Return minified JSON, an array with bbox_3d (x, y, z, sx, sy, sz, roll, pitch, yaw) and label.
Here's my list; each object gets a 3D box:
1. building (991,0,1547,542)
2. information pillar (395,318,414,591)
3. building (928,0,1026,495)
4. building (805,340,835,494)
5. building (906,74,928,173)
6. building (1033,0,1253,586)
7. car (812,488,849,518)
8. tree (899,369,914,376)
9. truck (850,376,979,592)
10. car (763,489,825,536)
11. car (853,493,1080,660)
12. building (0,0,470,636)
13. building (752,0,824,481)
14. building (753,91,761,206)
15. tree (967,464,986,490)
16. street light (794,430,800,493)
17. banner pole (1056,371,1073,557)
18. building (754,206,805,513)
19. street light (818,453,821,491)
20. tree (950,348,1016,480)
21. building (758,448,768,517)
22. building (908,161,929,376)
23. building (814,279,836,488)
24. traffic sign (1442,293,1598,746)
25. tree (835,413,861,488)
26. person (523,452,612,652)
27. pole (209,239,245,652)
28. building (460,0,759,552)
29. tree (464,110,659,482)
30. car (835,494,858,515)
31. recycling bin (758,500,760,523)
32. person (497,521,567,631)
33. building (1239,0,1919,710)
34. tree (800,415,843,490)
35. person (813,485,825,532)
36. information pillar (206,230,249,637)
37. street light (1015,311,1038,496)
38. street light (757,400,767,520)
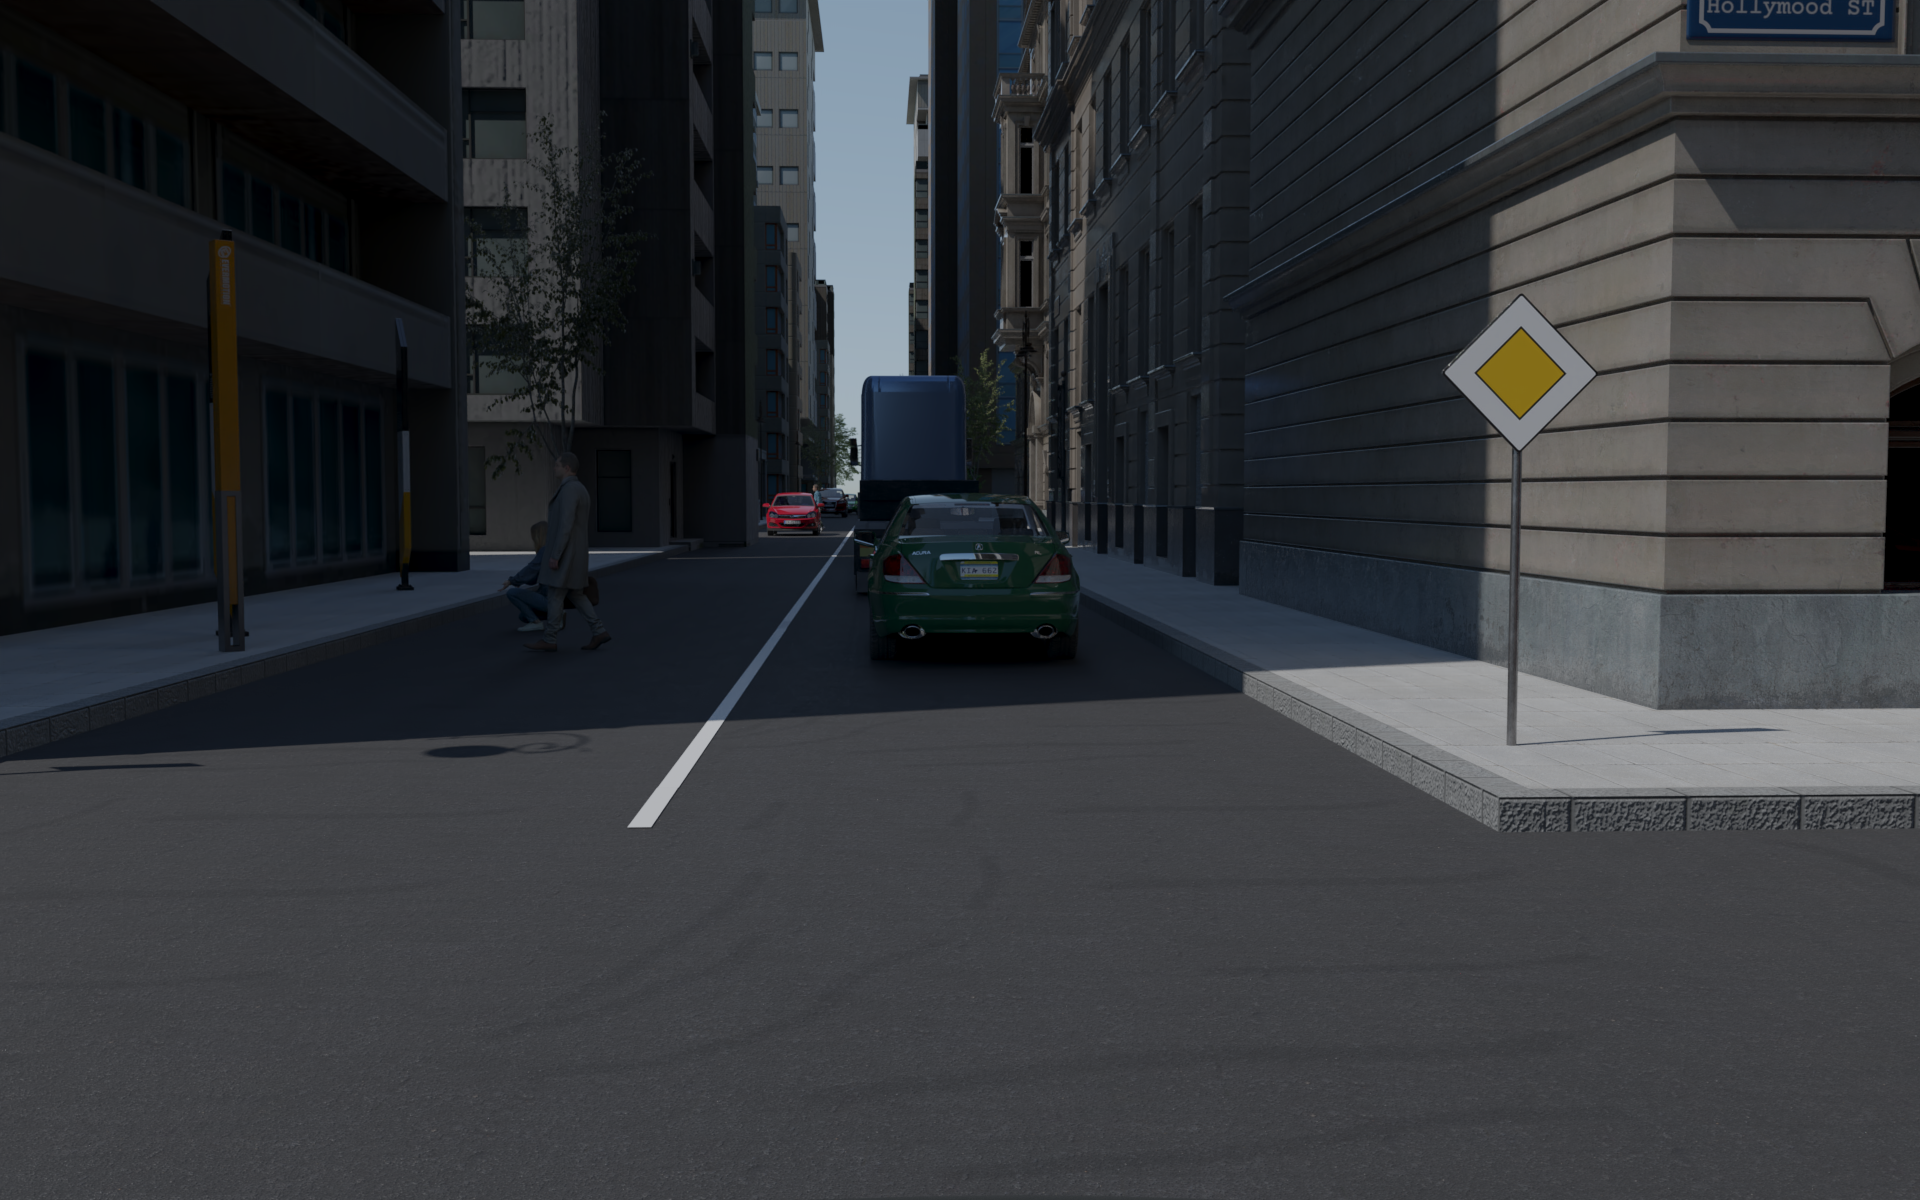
[{"bbox_3d":[8.542,-15.118,66.259,14.460,24.649,34.723,0,4,-3],"label":"building"},{"bbox_3d":[-7.390,-1.935,22.993,0.183,3.616,0.504,-2,4,-26],"label":"information pillar"},{"bbox_3d":[5.021,-28.373,114.014,14.600,45.320,14.200,0,4,-3],"label":"building"},{"bbox_3d":[-29.306,-22.215,208.258,27.650,21.520,28.899,0,4,-3],"label":"building"},{"bbox_3d":[7.922,-38.302,215.470,28.713,52.752,27.495,0,4,-3],"label":"building"},{"bbox_3d":[8.616,-14.586,35.744,12.463,27.353,25.104,0,4,-3],"label":"building"},{"bbox_3d":[-7.996,-6.026,107.205,2.281,1.827,5.304,0,4,-2],"label":"car"},{"bbox_3d":[-4.359,-15.815,168.940,12.009,13.543,11.850,0,3,0],"label":"tree"},{"bbox_3d":[-0.754,-2.681,33.588,2.967,4.110,18.799,0,4,-3],"label":"truck"},{"bbox_3d":[-5.817,-3.165,60.784,2.155,1.783,4.494,0,4,-4],"label":"car"},{"bbox_3d":[0.048,-0.283,16.433,2.131,1.459,4.920,0,4,-3],"label":"car"},{"bbox_3d":[-18.437,-24.047,16.864,21.300,48.544,21.600,0,4,-3],"label":"building"},{"bbox_3d":[-28.686,-36.081,179.158,28.713,52.752,27.495,0,4,-3],"label":"building"},{"bbox_3d":[-29.550,-27.624,143.531,32.217,40.220,23.993,0,4,-3],"label":"building"},{"bbox_3d":[0.298,-5.989,92.522,1.663,3.219,1.824,0,3,0],"label":"tree"},{"bbox_3d":[-11.644,-9.263,124.244,0.468,5.910,1.993,0,4,-3],"label":"street light"},{"bbox_3d":[2.042,-2.752,35.010,0.401,3.779,0.863,1,4,15],"label":"banner pole"},{"bbox_3d":[-25.240,-16.687,117.879,27.650,21.520,28.899,0,4,-3],"label":"building"},{"bbox_3d":[-13.741,-11.968,168.457,0.468,5.910,1.993,0,4,-3],"label":"street light"},{"bbox_3d":[0.740,-8.429,88.176,4.737,8.622,4.395,0,3,0],"label":"tree"},{"bbox_3d":[-21.009,-39.972,91.800,20.563,71.187,20.611,0,4,-3],"label":"building"},{"bbox_3d":[2.909,-23.325,153.063,14.160,30.474,14.107,0,4,-3],"label":"building"},{"bbox_3d":[-23.794,-28.014,229.731,14.160,30.474,14.107,0,4,-3],"label":"building"},{"bbox_3d":[2.812,-0.314,8.776,0.795,2.450,0.064,0,4,-3],"label":"traffic sign"},{"bbox_3d":[-17.427,-19.839,242.487,7.486,12.596,7.792,0,3,0],"label":"tree"},{"bbox_3d":[-3.601,-0.442,15.833,0.767,1.812,0.694,0,3,0],"label":"person"},{"bbox_3d":[-5.946,-1.235,14.044,0.158,3.312,0.155,0,3,0],"label":"pole"},{"bbox_3d":[-12.691,-16.625,43.520,14.160,30.474,14.107,0,4,-3],"label":"building"},{"bbox_3d":[-7.766,-5.061,33.111,4.360,8.622,3.978,0,3,0],"label":"tree"},{"bbox_3d":[-7.835,-6.828,120.439,1.959,1.807,4.718,0,4,-5],"label":"car"},{"bbox_3d":[-9.321,-3.956,77.235,0.722,1.027,0.722,0,4,2],"label":"recycling bin"},{"bbox_3d":[-4.515,-0.254,18.150,0.738,1.151,1.012,1,4,8],"label":"person"},{"bbox_3d":[20.808,-12.011,15.462,34.723,24.649,14.460,0,4,-3],"label":"building"},{"bbox_3d":[-13.144,-12.866,160.719,4.360,8.622,3.978,0,3,0],"label":"tree"},{"bbox_3d":[-5.251,-3.398,64.395,0.444,1.785,0.601,1,4,16],"label":"person"},{"bbox_3d":[-6.636,-1.484,15.619,0.183,3.616,0.504,-3,5,-41],"label":"information pillar"},{"bbox_3d":[1.660,-4.342,43.784,0.468,5.910,1.993,0,4,-3],"label":"street light"},{"bbox_3d":[-9.766,-6.864,85.019,0.468,5.910,1.993,0,4,-3],"label":"street light"}]
